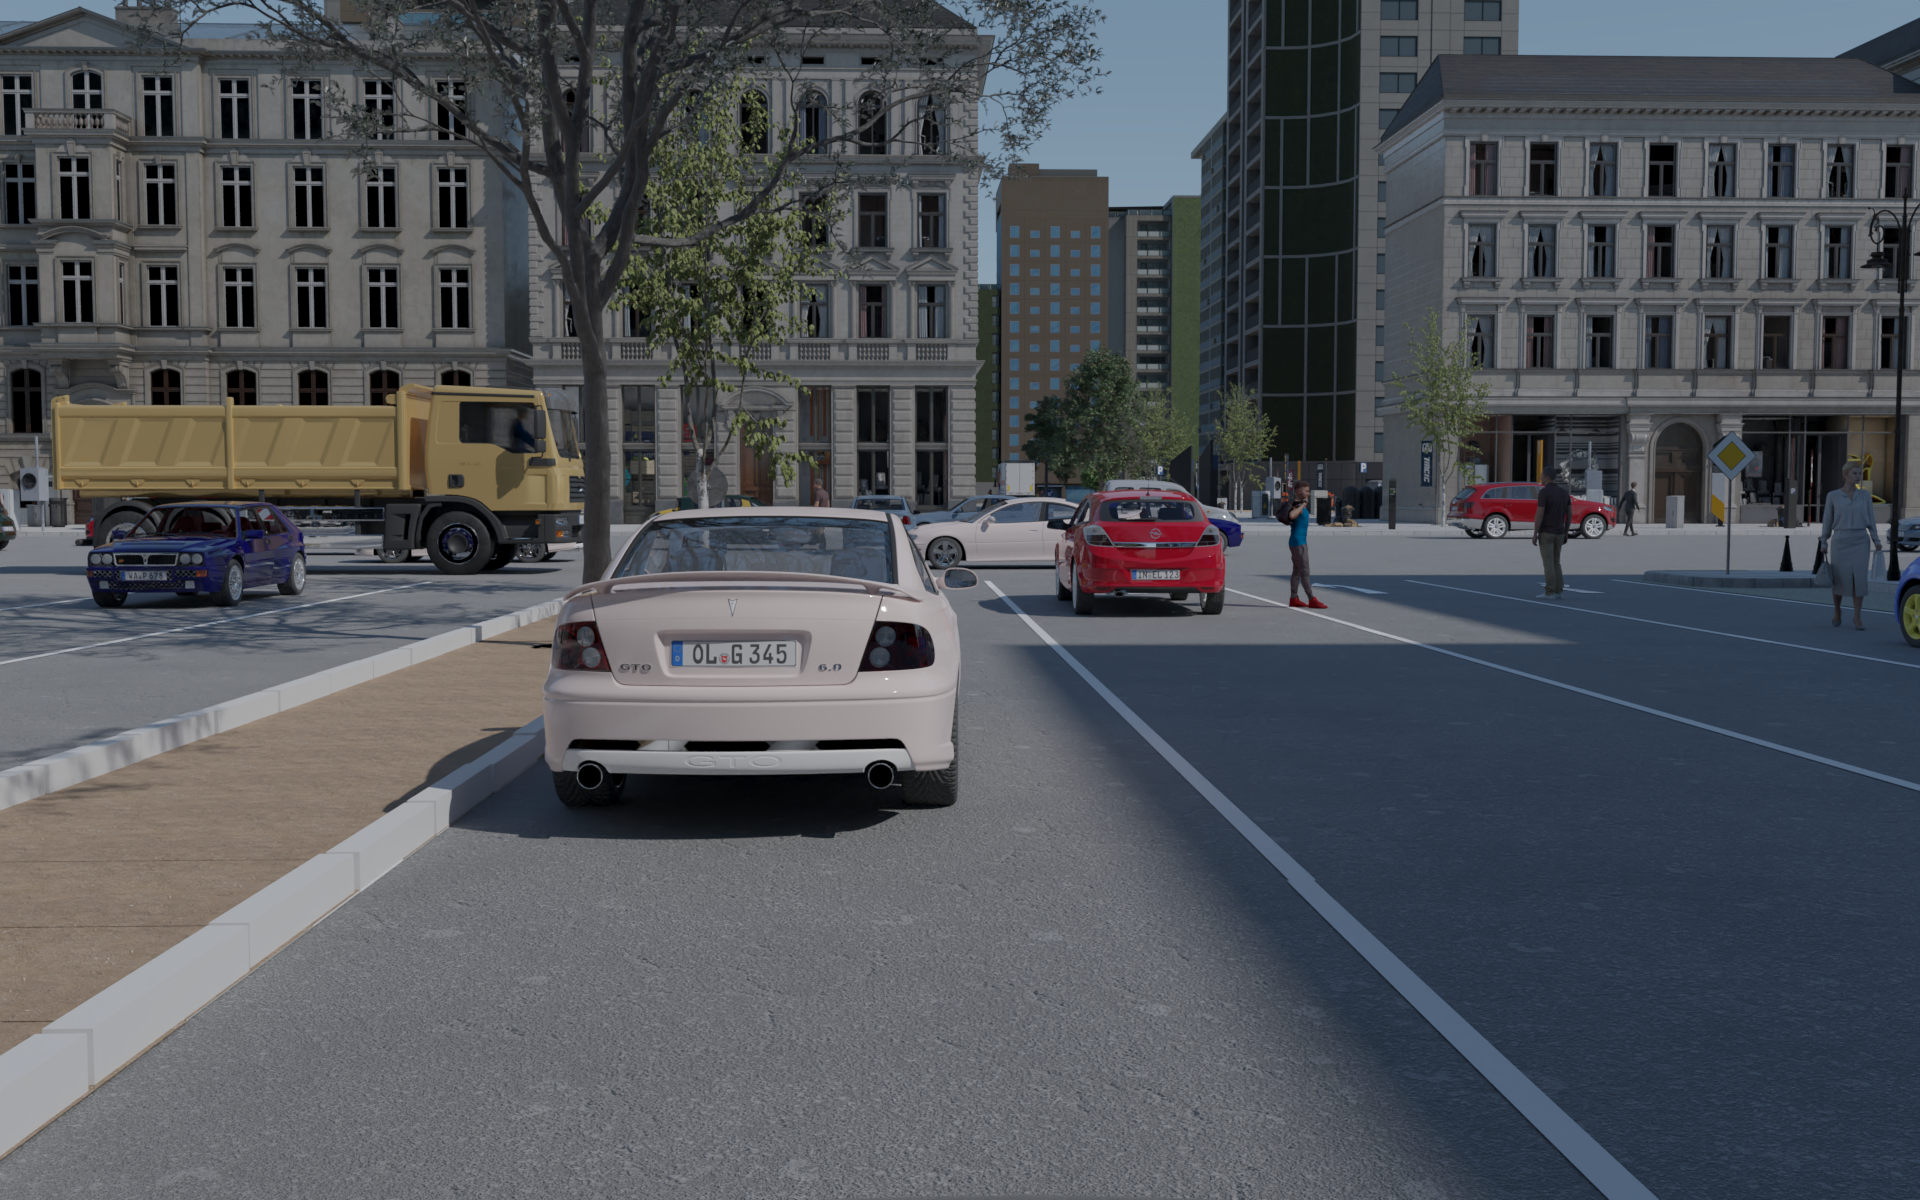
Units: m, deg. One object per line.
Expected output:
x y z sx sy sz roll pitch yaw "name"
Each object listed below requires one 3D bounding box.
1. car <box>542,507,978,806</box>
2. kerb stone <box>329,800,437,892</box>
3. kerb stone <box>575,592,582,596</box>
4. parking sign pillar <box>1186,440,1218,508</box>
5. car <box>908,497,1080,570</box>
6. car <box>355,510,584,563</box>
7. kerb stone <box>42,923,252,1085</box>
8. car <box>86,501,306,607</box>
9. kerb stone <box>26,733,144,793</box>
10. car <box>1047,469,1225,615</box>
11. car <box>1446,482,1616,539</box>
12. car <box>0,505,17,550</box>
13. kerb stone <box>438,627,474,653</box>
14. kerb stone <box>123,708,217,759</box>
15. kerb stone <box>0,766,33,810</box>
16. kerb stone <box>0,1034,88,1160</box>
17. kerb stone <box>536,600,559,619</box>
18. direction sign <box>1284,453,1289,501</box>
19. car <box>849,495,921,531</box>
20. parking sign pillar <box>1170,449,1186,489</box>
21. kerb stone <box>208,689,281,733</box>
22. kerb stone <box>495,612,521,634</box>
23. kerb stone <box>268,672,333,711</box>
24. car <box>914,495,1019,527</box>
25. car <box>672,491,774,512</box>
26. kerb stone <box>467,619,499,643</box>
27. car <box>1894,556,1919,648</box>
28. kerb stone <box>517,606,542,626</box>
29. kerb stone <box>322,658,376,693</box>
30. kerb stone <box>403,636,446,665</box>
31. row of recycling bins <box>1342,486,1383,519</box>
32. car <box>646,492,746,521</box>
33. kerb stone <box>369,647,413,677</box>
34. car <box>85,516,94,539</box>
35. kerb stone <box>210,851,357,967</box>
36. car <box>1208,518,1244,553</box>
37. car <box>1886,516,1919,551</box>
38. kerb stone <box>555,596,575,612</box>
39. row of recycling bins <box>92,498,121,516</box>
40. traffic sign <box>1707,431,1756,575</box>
-0.934 0.185 9.333 2.083 1.381 4.827 0 4 0 "car"
-2.234 0.949 6.721 0.120 0.150 1.000 0 4 -2 "kerb stone"
-4.912 0.005 22.121 0.120 0.150 1.000 0 4 -2 "kerb stone"
12.404 -5.997 86.523 1.447 3.967 1.447 -1 4 -17 "parking sign pillar"
1.142 -1.301 33.636 4.827 1.381 2.083 0 4 -2 "car"
-10.330 -1.489 36.711 4.827 1.381 2.083 0 4 -4 "car"
-2.162 1.074 4.662 0.120 0.150 1.000 0 4 -2 "kerb stone"
-10.163 -0.653 23.256 1.945 1.354 3.894 0 4 -3 "car"
-4.408 0.826 8.728 0.120 0.150 1.000 0 4 -2 "kerb stone"
2.213 -0.797 22.079 2.155 1.783 4.494 0 4 -1 "car"
18.435 -2.883 55.818 5.304 1.827 2.281 0 4 -2 "car"
-25.967 -2.055 43.390 4.222 1.686 2.009 0 4 -3 "car"
-4.684 0.382 15.946 0.120 0.150 1.000 0 4 -2 "kerb stone"
-4.458 0.761 9.755 0.120 0.150 1.000 0 4 -2 "kerb stone"
-4.376 0.892 7.701 0.120 0.150 1.000 0 4 -2 "kerb stone"
-2.120 1.137 3.625 0.120 0.150 1.000 0 4 -2 "kerb stone"
-4.829 0.133 20.065 0.120 0.150 1.000 0 4 -2 "kerb stone"
18.266 -6.424 97.023 0.379 3.537 0.876 2 4 24 "direction sign"
-1.954 -1.856 42.346 2.014 1.417 4.499 0 4 -2 "car"
12.283 -6.562 95.763 1.447 3.967 1.447 2 4 35 "parking sign pillar"
-4.487 0.702 10.793 0.120 0.150 1.000 0 4 -2 "kerb stone"
-4.763 0.263 18.003 0.120 0.150 1.000 0 4 -2 "kerb stone"
-4.520 0.635 11.819 0.120 0.150 1.000 0 4 -2 "kerb stone"
0.467 -2.250 48.793 4.499 1.417 2.014 0 4 -3 "car"
-5.549 -2.124 44.514 4.222 1.686 2.009 0 4 0 "car"
-4.720 0.320 16.972 0.120 0.150 1.000 0 4 -2 "kerb stone"
9.745 -0.332 15.013 1.945 1.707 3.694 0 4 -1 "car"
-4.791 0.197 19.034 0.120 0.150 1.000 0 4 -2 "kerb stone"
-4.566 0.572 12.848 0.120 0.150 1.000 0 4 -2 "kerb stone"
-4.636 0.446 14.911 0.120 0.150 1.000 0 4 -2 "kerb stone"
21.283 -5.023 89.246 3.534 1.692 1.069 -2 4 -24 "row of recycling bins"
-8.372 -2.873 57.193 3.980 1.641 2.015 0 4 0 "car"
-4.604 0.514 13.875 0.120 0.150 1.000 0 4 -2 "kerb stone"
-21.943 -2.392 48.157 4.494 1.783 2.155 0 4 -3 "car"
-2.208 1.011 5.690 0.120 0.150 1.000 0 4 -2 "kerb stone"
4.637 -1.721 40.711 3.894 1.354 1.945 0 4 -4 "car"
25.388 -1.891 42.923 4.499 1.417 2.014 0 4 -3 "car"
-4.871 0.067 21.095 0.120 0.150 1.000 0 4 -2 "kerb stone"
-31.149 -3.437 63.303 1.069 1.692 3.534 -2 4 -25 "row of recycling bins"
12.240 -1.463 27.556 0.795 2.450 0.064 0 4 -2 "traffic sign"
